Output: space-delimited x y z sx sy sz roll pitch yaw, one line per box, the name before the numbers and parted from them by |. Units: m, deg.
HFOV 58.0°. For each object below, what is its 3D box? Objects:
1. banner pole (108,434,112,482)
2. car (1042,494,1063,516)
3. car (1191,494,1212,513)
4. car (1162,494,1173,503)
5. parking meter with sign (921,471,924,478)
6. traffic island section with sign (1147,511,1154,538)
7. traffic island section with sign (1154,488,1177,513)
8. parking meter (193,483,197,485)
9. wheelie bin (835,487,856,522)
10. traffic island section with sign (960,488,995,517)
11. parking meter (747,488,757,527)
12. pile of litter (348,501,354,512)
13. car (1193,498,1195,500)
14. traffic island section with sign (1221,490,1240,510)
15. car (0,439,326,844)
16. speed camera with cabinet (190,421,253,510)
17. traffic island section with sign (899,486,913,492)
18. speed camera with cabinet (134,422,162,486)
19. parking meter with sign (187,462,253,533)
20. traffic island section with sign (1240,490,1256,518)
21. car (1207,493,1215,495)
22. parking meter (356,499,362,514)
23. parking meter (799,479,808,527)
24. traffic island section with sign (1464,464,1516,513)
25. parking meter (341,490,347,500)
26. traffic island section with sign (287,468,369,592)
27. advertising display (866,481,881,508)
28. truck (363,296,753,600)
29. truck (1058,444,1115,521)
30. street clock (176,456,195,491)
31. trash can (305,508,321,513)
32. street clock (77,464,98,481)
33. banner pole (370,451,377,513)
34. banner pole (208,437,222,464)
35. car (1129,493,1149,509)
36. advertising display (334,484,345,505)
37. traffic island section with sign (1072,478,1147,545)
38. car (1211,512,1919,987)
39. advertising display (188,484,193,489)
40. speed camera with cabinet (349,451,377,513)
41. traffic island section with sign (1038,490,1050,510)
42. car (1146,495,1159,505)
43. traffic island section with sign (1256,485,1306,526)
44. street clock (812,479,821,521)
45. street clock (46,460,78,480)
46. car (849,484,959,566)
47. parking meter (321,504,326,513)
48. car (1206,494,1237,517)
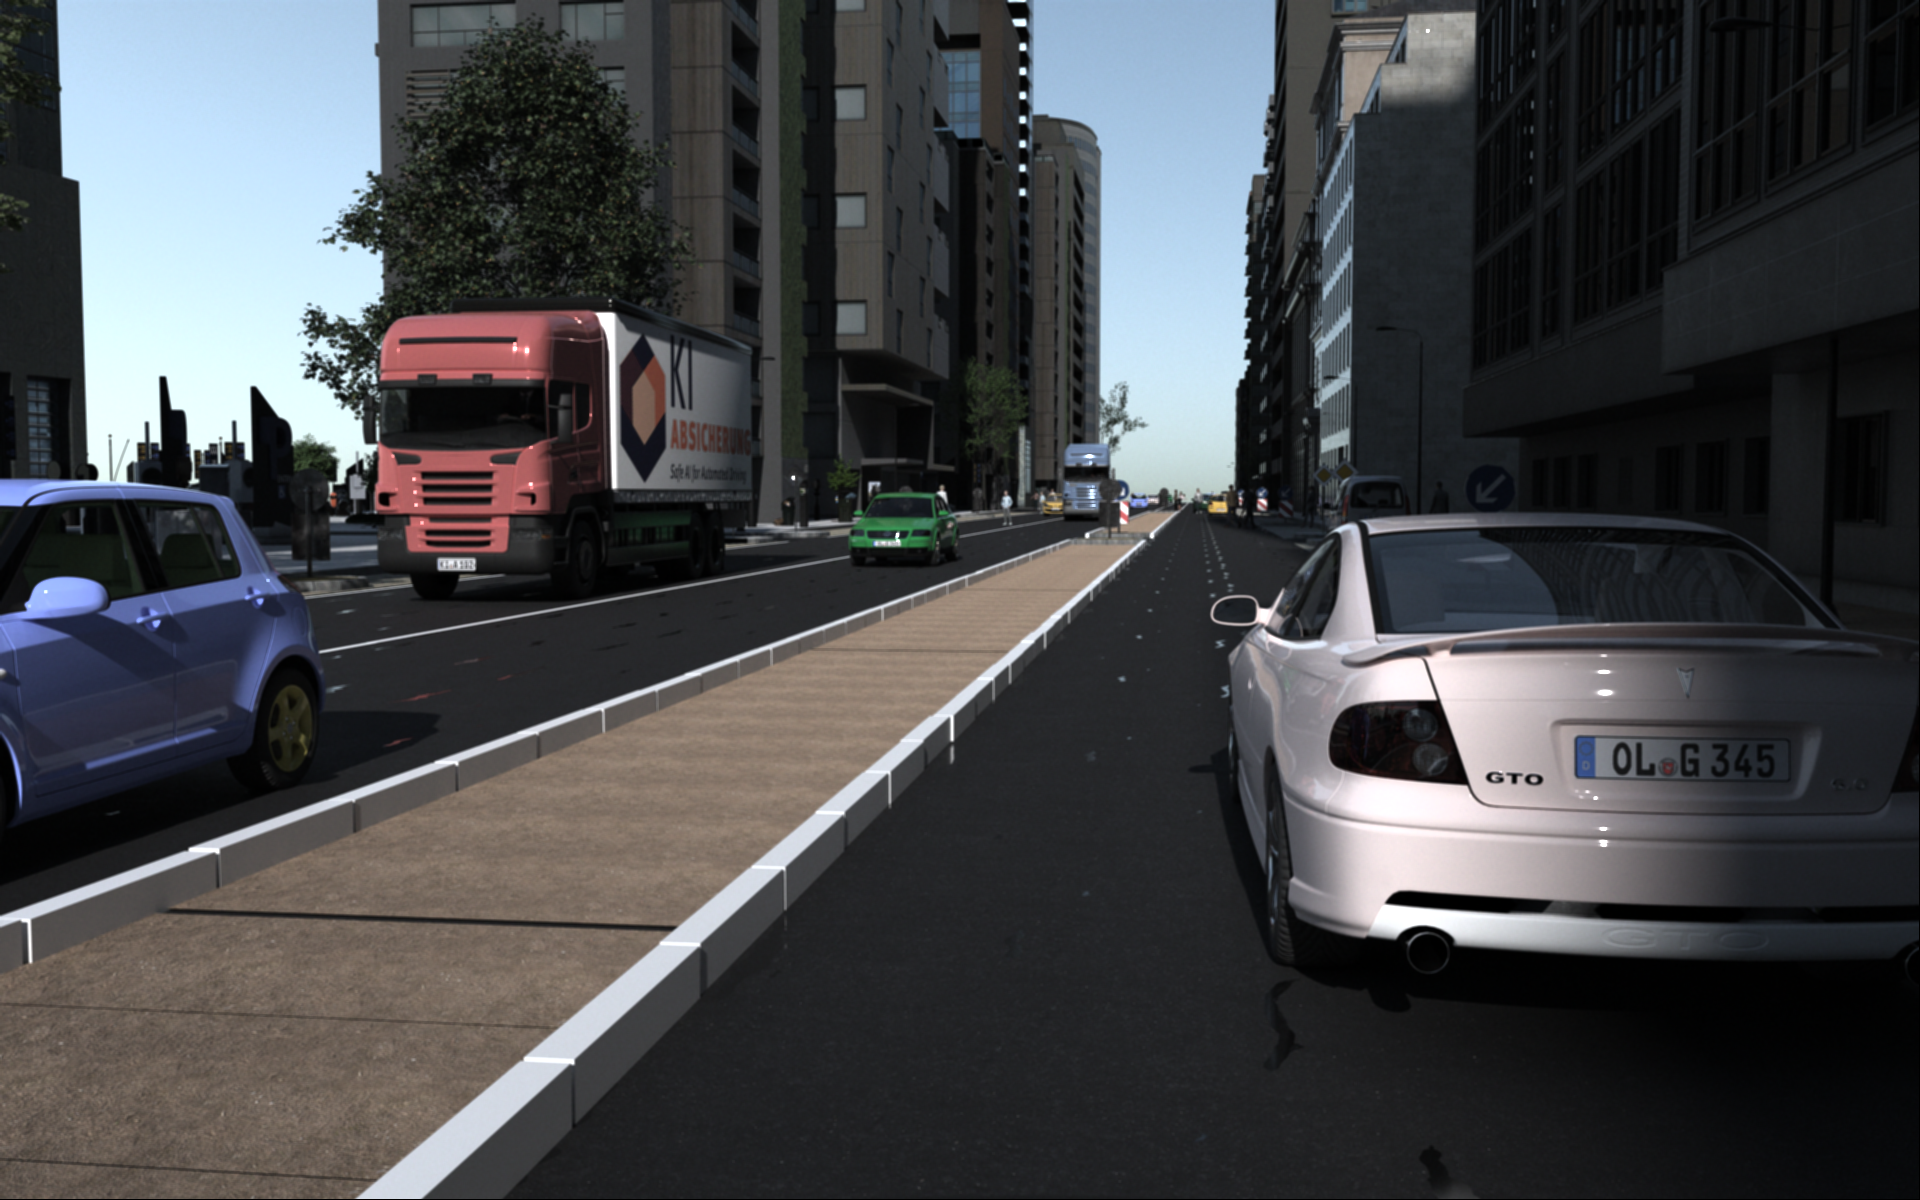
banner pole | -35.523 -5.043 72.471 0.401 3.779 0.863 -2 4 -24
car | 6.388 -6.303 113.285 2.015 1.641 3.980 0 4 7
car | 19.043 -7.515 134.671 2.131 1.459 4.920 0 4 7
car | 33.722 -16.712 282.032 1.959 1.807 4.718 0 4 7
parking meter with sign | -3.315 -8.178 129.975 0.543 3.016 1.738 1 4 22
traffic island section with sign | 5.265 -2.984 56.917 2.006 1.907 1.989 0 4 8
traffic island section with sign | 15.459 -7.537 131.364 2.006 1.907 1.989 0 4 8
parking meter | -39.567 -5.141 89.761 0.399 1.863 0.255 0 4 -1
wheelie bin | -5.177 -4.314 78.450 0.980 1.594 0.693 0 4 1
traffic island section with sign | 1.111 -6.049 107.531 1.989 1.847 2.006 0 4 8
parking meter | -8.036 -3.572 66.818 0.372 1.533 0.369 0 3 0
pile of litter | -44.728 -6.888 126.584 1.719 0.858 1.176 1 4 16
car | 30.910 -12.826 222.285 1.945 1.354 3.894 1 4 9
traffic island section with sign | 28.736 -10.601 181.951 1.989 1.847 2.006 0 4 8
car | -4.221 0.144 7.235 1.945 1.707 3.694 0 4 7
speed camera with cabinet | -19.531 -3.160 45.999 0.660 3.252 2.038 1 4 15
traffic island section with sign | -2.553 -4.416 80.825 1.989 1.847 2.006 0 4 8
speed camera with cabinet | -22.616 -3.207 46.776 2.038 3.252 0.660 -3 4 -37
parking meter with sign | -19.049 -2.937 44.273 1.738 3.016 0.543 -1 4 -14
traffic island section with sign | 18.213 -5.906 105.196 1.989 1.847 2.006 0 4 8
car | 24.605 -9.804 169.879 1.945 1.707 3.694 0 4 6
parking meter | -29.903 -4.749 86.064 0.372 1.533 0.369 0 3 0
parking meter | -6.002 -3.722 66.565 0.255 1.863 0.399 1 4 9
traffic island section with sign | 7.061 -0.932 23.866 1.989 1.847 2.006 0 4 8
parking meter | -40.999 -6.541 115.362 0.372 1.533 0.369 0 3 0
traffic island section with sign | -10.063 -1.066 26.055 1.989 1.847 2.006 0 4 8
advertising display | -4.174 -4.806 83.796 0.123 1.923 0.974 3 5 39
truck | -5.803 -2.329 26.993 2.839 4.237 11.283 0 4 7
truck | 7.462 -6.652 98.521 2.967 4.110 18.799 0 4 6
street clock | -14.834 -1.748 33.153 0.358 2.002 0.471 -2 4 -30
trash can | -25.726 -3.497 68.823 0.748 1.137 0.748 0 3 0
street clock | -20.857 -2.254 41.423 0.471 2.002 0.358 1 4 21
banner pole | -29.730 -6.031 88.630 0.863 3.779 0.401 2 4 34
banner pole | -32.436 -5.237 75.648 0.401 3.779 0.863 2 4 26
car | 17.606 -9.820 170.154 1.945 1.707 3.694 0 4 6
advertising display | -41.862 -6.824 116.793 0.123 1.923 0.974 2 4 30
traffic island section with sign | 4.249 -2.535 49.580 2.006 1.907 1.989 0 4 8
car | 2.014 0.356 6.534 2.083 1.381 4.827 0 4 6
advertising display | -49.295 -6.490 111.328 0.974 1.923 0.123 3 4 37
speed camera with cabinet | -27.331 -5.280 80.660 2.038 3.252 0.660 -1 4 -23
traffic island section with sign | 7.942 -9.100 157.410 1.989 1.847 2.006 0 4 8
car | 25.870 -13.440 232.101 2.083 1.381 4.827 1 4 8
traffic island section with sign | 14.392 -4.200 77.299 1.989 1.847 2.006 0 4 8
street clock | -6.906 -4.835 83.626 0.358 2.002 0.471 -2 4 -35
street clock | -19.383 -2.000 37.267 0.471 2.002 0.358 2 4 26
car | -1.111 -1.650 35.767 1.959 1.807 4.718 0 4 7
parking meter | -28.082 -4.312 76.209 0.255 1.863 0.399 -2 4 -26
car | 16.693 -6.132 110.485 2.015 1.641 3.980 1 4 9
